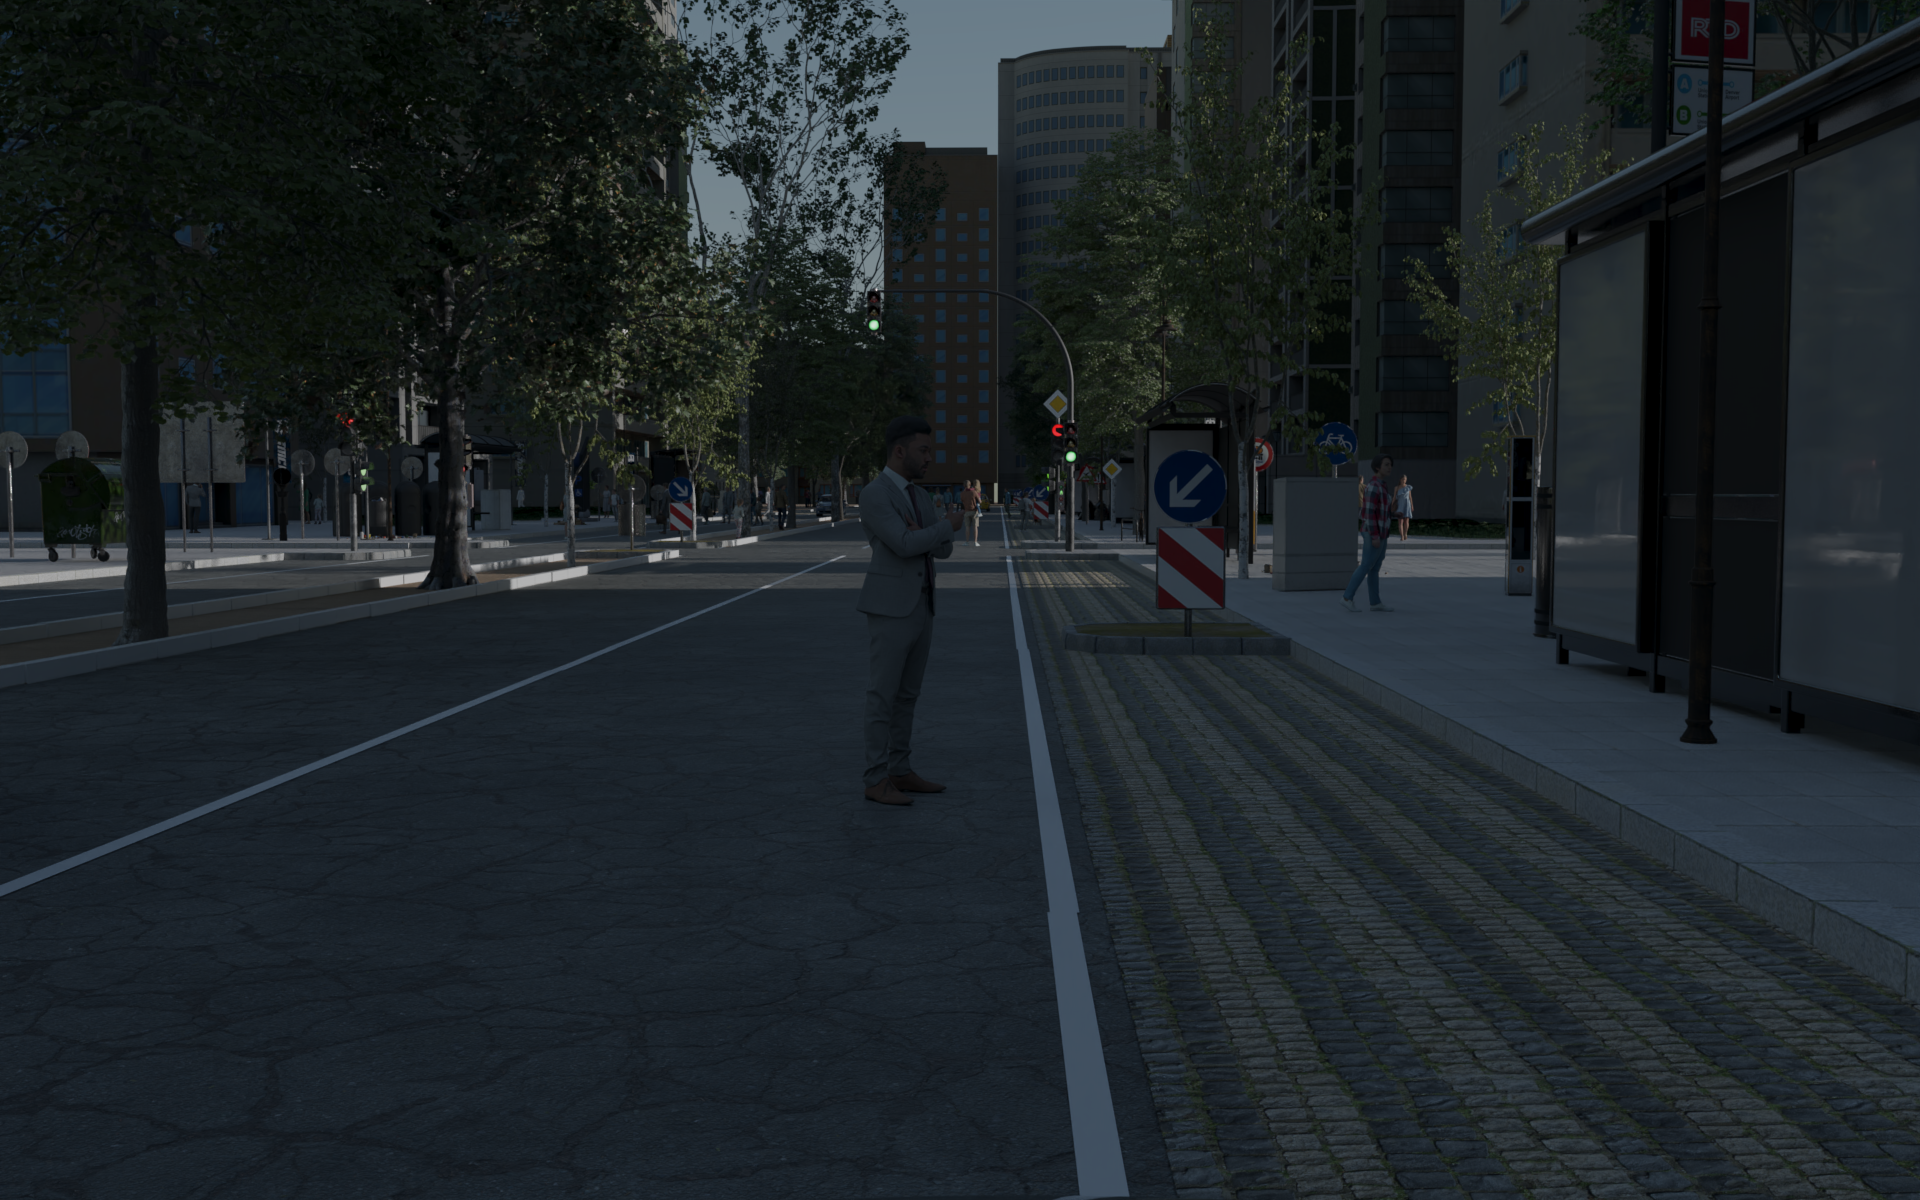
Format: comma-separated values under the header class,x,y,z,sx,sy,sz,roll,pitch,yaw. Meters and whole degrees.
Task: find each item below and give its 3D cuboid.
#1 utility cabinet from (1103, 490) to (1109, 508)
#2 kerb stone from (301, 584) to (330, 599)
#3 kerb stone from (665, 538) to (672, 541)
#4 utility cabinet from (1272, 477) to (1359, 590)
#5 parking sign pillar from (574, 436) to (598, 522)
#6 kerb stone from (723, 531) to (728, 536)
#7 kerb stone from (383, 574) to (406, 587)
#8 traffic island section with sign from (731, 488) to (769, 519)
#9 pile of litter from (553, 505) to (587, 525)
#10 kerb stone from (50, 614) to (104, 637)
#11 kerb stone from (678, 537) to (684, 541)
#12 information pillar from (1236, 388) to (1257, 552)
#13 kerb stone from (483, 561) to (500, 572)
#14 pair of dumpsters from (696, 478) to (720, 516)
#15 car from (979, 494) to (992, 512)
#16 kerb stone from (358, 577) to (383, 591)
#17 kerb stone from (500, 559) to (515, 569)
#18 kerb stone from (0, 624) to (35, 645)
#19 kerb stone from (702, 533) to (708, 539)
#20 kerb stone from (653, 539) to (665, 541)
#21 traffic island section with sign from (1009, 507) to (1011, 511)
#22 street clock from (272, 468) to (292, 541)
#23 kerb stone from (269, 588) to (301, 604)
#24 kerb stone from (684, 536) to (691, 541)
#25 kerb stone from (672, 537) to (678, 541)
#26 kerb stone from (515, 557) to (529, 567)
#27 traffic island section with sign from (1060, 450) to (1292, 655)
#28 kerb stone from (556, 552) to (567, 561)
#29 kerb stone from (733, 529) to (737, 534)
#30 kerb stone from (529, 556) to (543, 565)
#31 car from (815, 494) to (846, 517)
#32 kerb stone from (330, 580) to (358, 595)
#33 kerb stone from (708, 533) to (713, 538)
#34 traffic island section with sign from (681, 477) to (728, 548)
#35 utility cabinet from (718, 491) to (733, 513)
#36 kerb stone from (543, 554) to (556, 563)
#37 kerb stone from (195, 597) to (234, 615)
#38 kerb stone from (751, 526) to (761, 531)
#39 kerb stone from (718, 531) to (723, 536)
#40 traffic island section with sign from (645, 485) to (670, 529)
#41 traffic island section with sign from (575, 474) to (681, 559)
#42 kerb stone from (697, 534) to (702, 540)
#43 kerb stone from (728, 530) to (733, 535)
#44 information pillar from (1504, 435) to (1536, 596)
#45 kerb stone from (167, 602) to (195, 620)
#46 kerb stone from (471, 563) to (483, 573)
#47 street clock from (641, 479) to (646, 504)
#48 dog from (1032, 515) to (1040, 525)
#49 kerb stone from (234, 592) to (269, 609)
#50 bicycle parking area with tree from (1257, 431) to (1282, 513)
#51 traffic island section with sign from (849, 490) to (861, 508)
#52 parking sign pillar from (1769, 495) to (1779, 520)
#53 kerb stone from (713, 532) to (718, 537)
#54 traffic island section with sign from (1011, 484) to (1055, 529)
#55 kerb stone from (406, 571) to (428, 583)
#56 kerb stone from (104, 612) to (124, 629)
class,x,y,z,sx,sy,sz,roll,pitch,yaw
utility cabinet,7.847,-4.970,89.935,0.318,1.500,1.173,3,5,44
kerb stone,-8.960,-0.097,23.849,0.120,0.150,1.000,0,4,1
kerb stone,-8.384,-1.638,48.974,0.120,0.150,1.000,0,4,1
utility cabinet,4.726,-0.879,23.044,1.173,1.500,0.318,-2,4,-25
parking sign pillar,-17.562,-5.625,80.439,1.447,3.967,1.447,0,4,2
kerb stone,-8.153,-2.266,59.243,0.120,0.150,1.000,0,4,1
kerb stone,-8.890,-0.290,26.934,0.120,0.150,1.000,0,4,1
traffic island section with sign,-11.992,-5.528,99.011,1.989,1.847,2.006,0,4,1
pile of litter,-16.135,-3.545,71.932,1.719,0.858,1.176,3,5,39
kerb stone,-9.096,0.275,17.694,0.120,0.150,1.000,0,4,1
kerb stone,-8.345,-1.763,51.032,0.120,0.150,1.000,0,4,1
information pillar,6.317,-2.874,38.349,0.504,3.616,0.183,-1,4,-15
kerb stone,-8.772,-0.603,32.053,0.120,0.150,1.000,0,4,1
pair of dumpsters,-15.246,-6.098,102.199,1.574,2.255,4.437,0,4,1
car,1.586,-8.072,142.198,2.015,1.641,3.980,0,4,3
kerb stone,-8.909,-0.224,25.902,0.120,0.150,1.000,0,4,1
kerb stone,-8.749,-0.665,33.075,0.120,0.150,1.000,0,4,1
kerb stone,-9.120,0.345,16.666,0.120,0.150,1.000,0,4,1
kerb stone,-8.250,-2.010,55.137,0.120,0.150,1.000,0,4,1
kerb stone,-8.406,-1.575,47.952,0.120,0.150,1.000,0,4,1
traffic island section with sign,3.814,-5.480,98.234,1.989,1.847,2.006,0,4,1
street clock,-18.534,-2.619,47.388,0.471,2.002,0.358,-2,4,-26
kerb stone,-8.978,-0.038,22.821,0.120,0.150,1.000,0,4,1
kerb stone,-8.322,-1.821,52.057,0.120,0.150,1.000,0,4,1
kerb stone,-8.363,-1.701,50.009,0.120,0.150,1.000,0,4,1
kerb stone,-8.727,-0.728,34.099,0.120,0.150,1.000,0,4,1
traffic island section with sign,1.965,-0.466,16.250,1.989,1.847,2.006,0,4,1
kerb stone,-8.654,-0.917,37.186,0.120,0.150,1.000,0,4,1
kerb stone,-8.111,-2.388,61.297,0.120,0.150,1.000,0,4,1
kerb stone,-8.700,-0.791,35.121,0.120,0.150,1.000,0,4,1
car,-8.279,-6.078,111.384,2.014,1.417,4.499,0,4,-1
kerb stone,-8.935,-0.158,24.871,0.120,0.150,1.000,0,4,1
kerb stone,-8.226,-2.072,56.163,0.120,0.150,1.000,0,4,1
traffic island section with sign,-7.375,-2.349,46.539,2.006,1.907,1.989,0,4,1
utility cabinet,-15.385,-6.409,113.469,0.318,1.500,1.173,-3,5,-44
kerb stone,-8.674,-0.847,36.153,0.120,0.150,1.000,0,4,1
kerb stone,-9.021,0.088,20.766,0.120,0.150,1.000,0,4,1
kerb stone,-7.968,-2.767,67.435,0.120,0.150,1.000,0,4,1
kerb stone,-8.176,-2.203,58.210,0.120,0.150,1.000,0,4,1
traffic island section with sign,-12.601,-3.880,72.063,1.989,1.847,2.006,0,4,1
traffic island section with sign,-7.552,-1.896,39.134,2.006,1.907,1.989,0,4,1
kerb stone,-8.271,-1.951,54.110,0.120,0.150,1.000,0,4,1
kerb stone,-8.127,-2.329,60.271,0.120,0.150,1.000,0,4,1
information pillar,7.062,-1.061,21.847,0.304,2.012,0.304,1,4,9
kerb stone,-9.046,0.150,19.745,0.120,0.150,1.000,0,4,1
kerb stone,-8.793,-0.540,31.026,0.120,0.150,1.000,0,4,1
street clock,-15.268,-4.809,83.197,0.358,2.002,0.471,-2,4,-31
dog,3.443,-3.579,77.799,0.540,0.507,0.406,1,4,15
kerb stone,-8.997,0.025,21.792,0.120,0.150,1.000,0,4,1
bicycle parking area with tree,14.543,-5.804,81.902,9.016,4.147,8.231,1,4,18
traffic island section with sign,-10.249,-10.242,176.089,1.989,1.847,2.006,0,4,1
parking sign pillar,18.201,-2.986,37.298,1.447,3.967,1.447,1,4,13
kerb stone,-8.202,-2.140,57.184,0.120,0.150,1.000,0,4,1
traffic island section with sign,3.206,-3.830,71.245,1.989,1.847,2.006,0,4,1
kerb stone,-8.857,-0.348,27.955,0.120,0.150,1.000,0,4,1
kerb stone,-9.076,0.213,18.715,0.120,0.150,1.000,0,4,1
